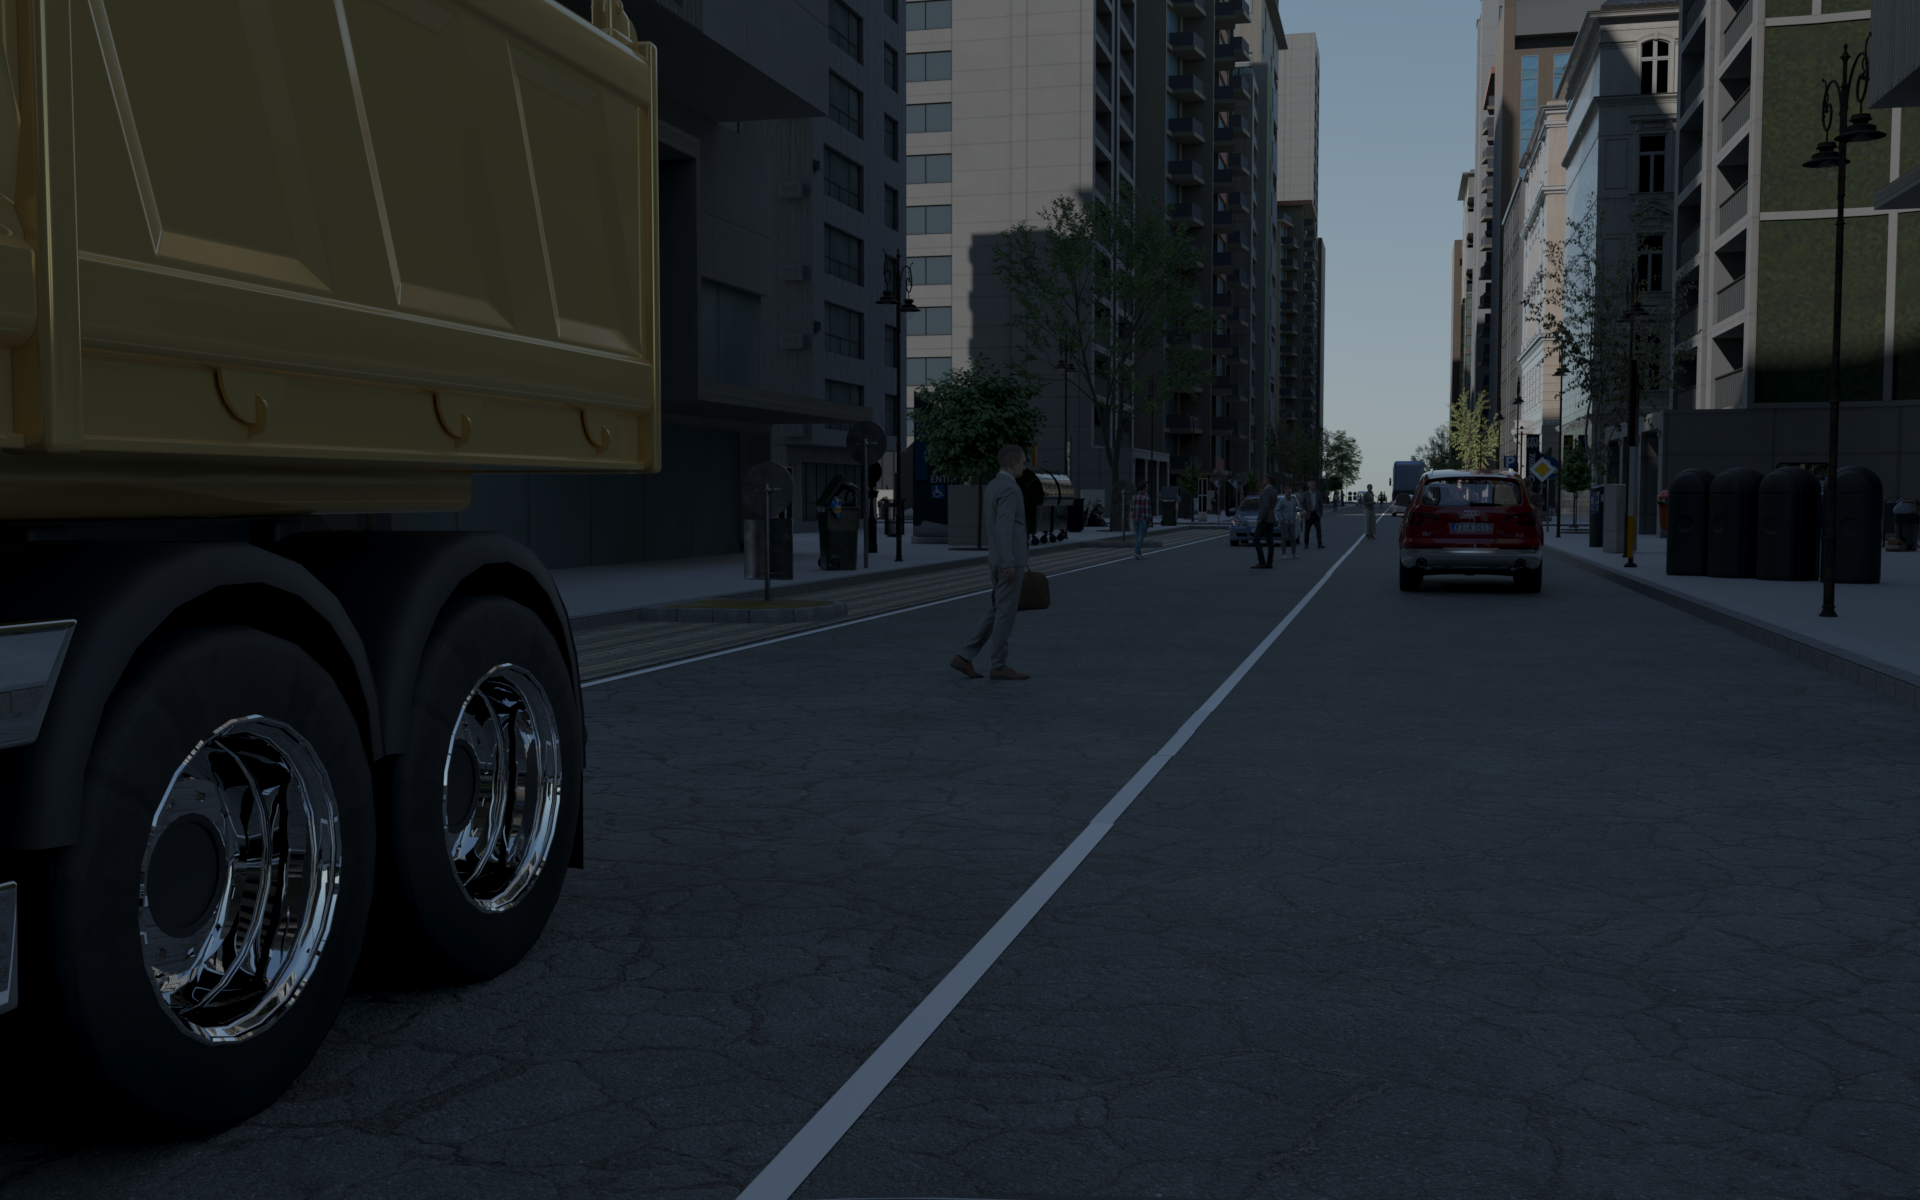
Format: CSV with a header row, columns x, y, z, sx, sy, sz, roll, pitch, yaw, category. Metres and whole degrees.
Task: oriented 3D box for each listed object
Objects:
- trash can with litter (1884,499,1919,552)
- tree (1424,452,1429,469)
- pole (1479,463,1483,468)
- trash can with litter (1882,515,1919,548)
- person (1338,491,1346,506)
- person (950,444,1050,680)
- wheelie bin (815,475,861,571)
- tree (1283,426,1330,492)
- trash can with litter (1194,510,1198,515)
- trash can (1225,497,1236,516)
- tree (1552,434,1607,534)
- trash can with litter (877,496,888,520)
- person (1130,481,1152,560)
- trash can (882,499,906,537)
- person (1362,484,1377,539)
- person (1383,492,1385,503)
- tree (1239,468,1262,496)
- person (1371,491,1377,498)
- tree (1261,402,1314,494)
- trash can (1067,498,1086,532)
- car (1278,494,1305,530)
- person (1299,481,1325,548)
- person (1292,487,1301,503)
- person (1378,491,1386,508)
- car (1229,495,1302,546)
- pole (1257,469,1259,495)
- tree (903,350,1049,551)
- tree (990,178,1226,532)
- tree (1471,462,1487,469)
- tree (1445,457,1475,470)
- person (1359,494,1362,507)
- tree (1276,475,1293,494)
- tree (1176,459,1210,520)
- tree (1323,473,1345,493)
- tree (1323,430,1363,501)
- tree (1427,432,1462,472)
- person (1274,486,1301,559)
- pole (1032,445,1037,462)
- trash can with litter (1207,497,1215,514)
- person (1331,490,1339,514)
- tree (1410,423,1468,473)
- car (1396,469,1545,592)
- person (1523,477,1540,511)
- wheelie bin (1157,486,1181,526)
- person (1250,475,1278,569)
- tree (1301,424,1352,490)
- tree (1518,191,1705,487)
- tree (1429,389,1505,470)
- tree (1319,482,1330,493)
x,y,z,sx,sy,sz,roll,pitch,yaw,category
21.073,-1.665,38.611,1.055,1.170,0.624,-3,5,-42,trash can with litter
59.228,-16.041,212.637,4.737,8.622,4.395,0,3,0,tree
33.832,-7.259,112.533,0.158,3.312,0.155,0,3,0,pole
22.811,-1.862,41.508,2.233,1.210,1.678,-1,4,-9,trash can with litter
44.072,-11.684,199.613,1.350,1.814,0.705,-3,4,-39,person
0.361,-0.292,13.387,0.853,1.813,0.709,-1,4,-17,person
-2.050,-1.308,29.296,0.693,1.594,0.980,-1,4,-19,wheelie bin
39.225,-14.849,193.138,4.737,8.622,4.395,0,3,0,tree
14.285,-5.852,107.068,1.055,1.170,0.624,-2,4,-25,trash can with litter
15.643,-5.415,100.187,0.748,1.137,0.748,0,3,0,trash can
19.971,-3.776,56.346,1.663,3.219,1.824,0,3,0,tree
-4.059,-4.589,86.424,1.055,1.170,0.624,2,4,26,trash can with litter
3.944,-1.750,37.947,0.643,1.720,0.563,-3,4,-36,person
-1.958,-2.450,51.712,0.748,1.137,0.748,0,3,0,trash can
13.105,-2.832,55.348,0.519,1.759,0.362,-3,4,-36,person
67.784,-16.399,276.556,0.705,1.831,1.348,1,4,15,person
19.407,-7.481,116.912,1.663,3.219,1.824,0,3,0,tree
49.162,-12.144,207.019,1.348,1.831,0.705,1,4,13,person
25.751,-11.463,137.789,4.360,8.622,3.978,0,3,0,tree
3.863,-2.853,58.307,0.748,1.137,0.748,0,3,0,trash can
12.579,-3.565,68.069,2.009,1.686,4.222,1,4,13,car
9.262,-2.232,45.389,0.661,1.777,0.834,-1,4,-16,person
15.187,-4.224,78.138,0.480,1.755,0.524,0,4,0,person
43.180,-10.270,177.199,0.721,1.735,1.217,-2,4,-30,person
8.686,-2.265,49.038,2.014,1.417,4.499,1,4,15,car
24.413,-9.057,141.926,0.158,3.312,0.155,0,3,0,pole
0.365,-3.423,39.678,4.285,4.588,4.351,0,3,0,tree
5.138,-8.129,58.671,9.928,11.665,9.643,0,3,0,tree
31.286,-6.749,104.954,1.663,3.219,1.824,0,3,0,tree
44.136,-10.326,152.535,4.285,4.588,4.351,0,3,0,tree
44.287,-10.971,191.095,0.599,1.433,0.991,0,4,5,person
29.939,-10.130,160.228,1.663,3.219,1.824,0,3,0,tree
11.652,-5.668,87.273,1.663,3.219,1.824,0,3,0,tree
55.979,-16.870,259.529,4.285,4.588,4.351,0,3,0,tree
67.380,-23.684,305.362,7.486,12.596,7.792,0,3,0,tree
56.991,-15.407,202.270,4.360,8.622,3.978,0,3,0,tree
7.232,-1.710,38.268,0.589,1.601,0.330,-1,4,-13,person
3.009,-4.672,70.236,0.158,3.312,0.155,0,3,0,pole
15.975,-6.018,109.780,0.624,1.170,1.055,-3,5,-43,trash can with litter
27.206,-7.123,125.548,0.593,1.750,0.643,2,4,26,person
63.286,-17.996,228.643,8.767,10.594,7.601,1,4,15,tree
7.930,-1.117,26.944,2.281,1.827,5.304,1,4,16,car
11.051,-1.512,33.770,0.519,1.759,0.362,2,4,31,person
8.418,-3.781,69.735,0.980,1.594,0.693,1,4,17,wheelie bin
5.870,-1.510,33.378,0.592,1.802,0.473,-3,5,-44,person
47.847,-17.851,226.271,7.601,10.594,8.767,2,4,32,tree
16.058,-5.668,43.030,4.360,8.622,3.978,0,3,0,tree
35.609,-10.406,120.494,4.737,8.622,4.395,0,3,0,tree
52.151,-15.399,246.371,1.663,3.219,1.824,0,3,0,tree
